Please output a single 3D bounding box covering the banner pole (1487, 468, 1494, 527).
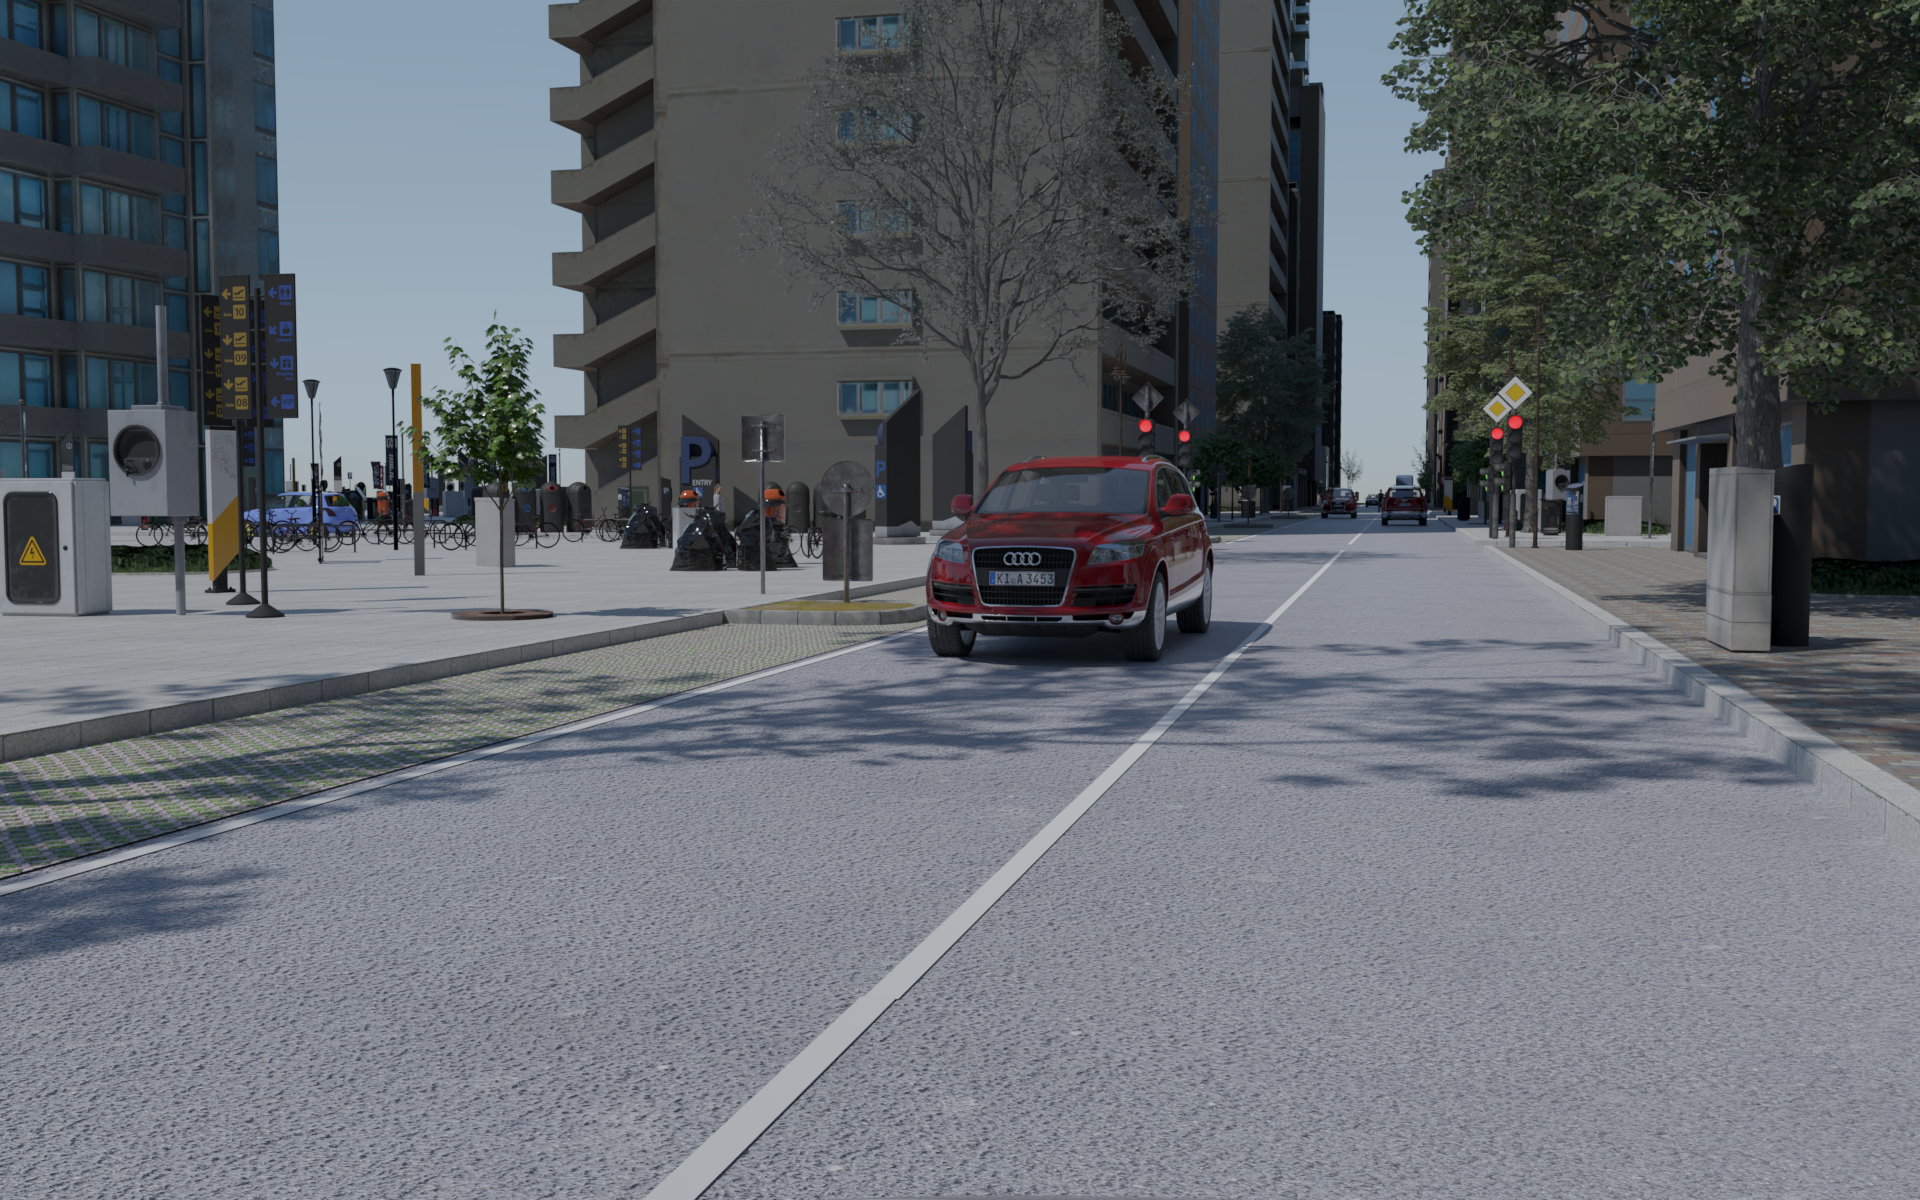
[{"bbox_3d":[20.860,-4.754,67.744,0.401,3.779,0.863,1,4,14],"label":"banner pole"}]

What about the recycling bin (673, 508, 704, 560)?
[{"bbox_3d":[-4.882,-1.180,31.845,0.722,1.027,0.722,-1,4,-16],"label":"recycling bin"}]

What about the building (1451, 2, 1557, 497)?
[{"bbox_3d":[50.107,-29.349,134.475,22.147,44.769,28.867,1,4,14],"label":"building"}]

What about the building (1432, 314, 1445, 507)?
[{"bbox_3d":[63.086,-20.325,177.346,27.650,21.520,28.899,1,4,14],"label":"building"}]

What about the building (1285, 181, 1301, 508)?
[{"bbox_3d":[22.770,-23.436,154.876,14.160,30.474,14.107,1,4,14],"label":"building"}]

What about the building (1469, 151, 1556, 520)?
[{"bbox_3d":[43.189,-15.376,96.442,27.650,21.520,28.899,1,4,14],"label":"building"}]

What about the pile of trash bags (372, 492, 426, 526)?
[{"bbox_3d":[-23.513,-3.807,71.994,1.912,1.369,3.447,0,4,-2],"label":"pile of trash bags"}]

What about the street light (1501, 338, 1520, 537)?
[{"bbox_3d":[16.371,-4.821,51.614,0.468,5.910,1.993,1,4,14],"label":"street light"}]

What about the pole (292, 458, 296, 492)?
[{"bbox_3d":[-37.521,-6.344,97.565,0.158,3.312,0.155,0,3,0],"label":"pole"}]

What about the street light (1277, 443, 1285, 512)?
[{"bbox_3d":[22.608,-9.120,121.894,0.468,5.910,1.993,1,4,14],"label":"street light"}]

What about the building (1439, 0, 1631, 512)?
[{"bbox_3d":[51.247,-30.976,156.569,14.600,45.320,14.200,1,4,14],"label":"building"}]

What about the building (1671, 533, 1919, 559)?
[{"bbox_3d":[20.934,-23.241,30.103,14.600,45.320,14.200,1,4,14],"label":"building"}]

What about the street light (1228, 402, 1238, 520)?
[{"bbox_3d":[13.717,-6.990,87.069,0.468,5.910,1.993,1,4,14],"label":"street light"}]

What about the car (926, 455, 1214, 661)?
[{"bbox_3d":[1.201,-0.491,16.696,2.281,1.827,5.304,1,4,15],"label":"car"}]

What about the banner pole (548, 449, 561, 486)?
[{"bbox_3d":[-22.257,-6.444,95.383,0.863,3.779,0.401,-2,4,-26],"label":"banner pole"}]

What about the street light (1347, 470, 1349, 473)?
[{"bbox_3d":[61.744,-18.521,275.604,0.468,5.910,1.993,1,4,14],"label":"street light"}]

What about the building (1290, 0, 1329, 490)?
[{"bbox_3d":[41.921,-57.145,246.992,22.319,86.520,31.000,1,4,14],"label":"building"}]

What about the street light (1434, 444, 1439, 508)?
[{"bbox_3d":[44.145,-11.487,160.595,0.468,5.910,1.993,1,4,14],"label":"street light"}]

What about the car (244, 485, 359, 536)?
[{"bbox_3d":[-20.455,-2.674,53.309,3.694,1.707,1.945,1,4,13],"label":"car"}]

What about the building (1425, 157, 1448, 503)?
[{"bbox_3d":[76.618,-37.846,242.476,21.300,48.544,21.600,1,4,14],"label":"building"}]

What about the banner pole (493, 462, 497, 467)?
[{"bbox_3d":[-23.848,-5.976,87.718,0.863,3.779,0.401,-2,4,-27],"label":"banner pole"}]

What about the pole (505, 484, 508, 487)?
[{"bbox_3d":[-20.374,-5.130,77.712,0.158,3.312,0.155,0,3,0],"label":"pole"}]

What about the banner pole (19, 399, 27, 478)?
[{"bbox_3d":[-24.888,-3.430,46.096,0.401,3.779,0.863,-1,4,-22],"label":"banner pole"}]

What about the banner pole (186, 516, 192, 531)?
[{"bbox_3d":[-26.732,-4.280,59.995,0.401,3.779,0.863,-1,4,-11],"label":"banner pole"}]

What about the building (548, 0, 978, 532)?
[{"bbox_3d":[-3.259,-27.176,68.023,21.300,48.544,21.600,1,4,14],"label":"building"}]

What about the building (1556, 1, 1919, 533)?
[{"bbox_3d":[31.441,-25.575,68.265,14.600,45.320,14.200,1,4,14],"label":"building"}]

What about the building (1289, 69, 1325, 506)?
[{"bbox_3d":[32.045,-32.894,187.931,14.600,45.320,14.200,1,4,14],"label":"building"}]

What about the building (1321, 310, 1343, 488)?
[{"bbox_3d":[51.950,-30.439,269.385,14.160,30.474,14.107,1,4,14],"label":"building"}]

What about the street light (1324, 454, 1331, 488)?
[{"bbox_3d":[41.233,-13.597,195.104,0.468,5.910,1.993,1,4,14],"label":"street light"}]

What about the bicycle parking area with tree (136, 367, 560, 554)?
[{"bbox_3d":[-14.689,-3.324,41.356,9.016,4.147,8.231,-2,4,-27],"label":"bicycle parking area with tree"}]

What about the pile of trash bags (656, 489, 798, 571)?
[{"bbox_3d":[-3.706,-1.252,30.231,1.912,1.369,3.447,1,4,11],"label":"pile of trash bags"}]

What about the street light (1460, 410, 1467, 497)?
[{"bbox_3d":[25.218,-6.969,86.724,0.468,5.910,1.993,1,4,14],"label":"street light"}]

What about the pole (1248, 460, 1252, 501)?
[{"bbox_3d":[17.263,-6.684,103.134,0.158,3.312,0.155,0,3,0],"label":"pole"}]

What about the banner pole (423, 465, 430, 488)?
[{"bbox_3d":[-27.403,-6.008,88.255,0.863,3.779,0.401,0,4,1],"label":"banner pole"}]

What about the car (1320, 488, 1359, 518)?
[{"bbox_3d":[22.702,-5.806,103.603,2.281,1.827,5.304,1,4,14],"label":"car"}]

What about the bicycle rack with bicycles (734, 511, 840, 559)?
[{"bbox_3d":[-3.214,-1.372,35.818,2.852,0.926,2.925,2,4,28],"label":"bicycle rack with bicycles"}]

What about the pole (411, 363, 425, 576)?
[{"bbox_3d":[-8.505,-2.039,27.174,0.158,3.312,0.155,0,3,0],"label":"pole"}]

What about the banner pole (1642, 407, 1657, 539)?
[{"bbox_3d":[19.824,-3.645,49.608,0.401,3.779,0.863,1,4,16],"label":"banner pole"}]

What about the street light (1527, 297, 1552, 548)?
[{"bbox_3d":[13.607,-4.160,40.801,0.468,5.910,1.993,1,4,14],"label":"street light"}]

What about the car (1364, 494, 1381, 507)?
[{"bbox_3d":[44.727,-10.854,187.244,2.009,1.686,4.222,1,4,14],"label":"car"}]

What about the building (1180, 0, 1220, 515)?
[{"bbox_3d":[7.171,-27.480,99.414,14.600,45.320,14.200,1,4,14],"label":"building"}]

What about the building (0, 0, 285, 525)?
[{"bbox_3d":[-47.847,-27.951,76.606,30.456,49.044,23.786,1,4,14],"label":"building"}]

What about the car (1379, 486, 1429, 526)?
[{"bbox_3d":[20.570,-4.378,80.256,2.281,1.827,5.304,1,4,14],"label":"car"}]

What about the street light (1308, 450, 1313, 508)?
[{"bbox_3d":[32.546,-11.506,160.905,0.468,5.910,1.993,1,4,14],"label":"street light"}]

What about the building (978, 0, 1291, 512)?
[{"bbox_3d":[14.572,-31.420,137.424,21.300,48.544,21.600,1,4,14],"label":"building"}]

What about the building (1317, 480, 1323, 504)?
[{"bbox_3d":[30.348,-32.486,223.025,32.217,40.220,23.993,1,4,14],"label":"building"}]

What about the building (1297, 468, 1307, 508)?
[{"bbox_3d":[24.024,-44.828,171.193,20.563,71.187,20.611,1,4,14],"label":"building"}]

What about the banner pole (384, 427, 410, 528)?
[{"bbox_3d":[-21.038,-4.567,64.694,0.863,3.779,0.401,-2,4,-31],"label":"banner pole"}]

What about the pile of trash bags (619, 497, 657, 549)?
[{"bbox_3d":[-6.962,-1.972,42.000,1.912,1.369,3.447,0,4,7],"label":"pile of trash bags"}]

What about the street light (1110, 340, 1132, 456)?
[{"bbox_3d":[4.839,-4.854,52.144,0.468,5.910,1.993,1,4,14],"label":"street light"}]

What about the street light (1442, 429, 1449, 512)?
[{"bbox_3d":[35.390,-9.396,126.408,0.468,5.910,1.993,1,4,14],"label":"street light"}]

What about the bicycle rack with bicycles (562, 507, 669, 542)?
[{"bbox_3d":[-9.004,-2.054,46.958,2.925,0.926,2.852,0,4,7],"label":"bicycle rack with bicycles"}]
